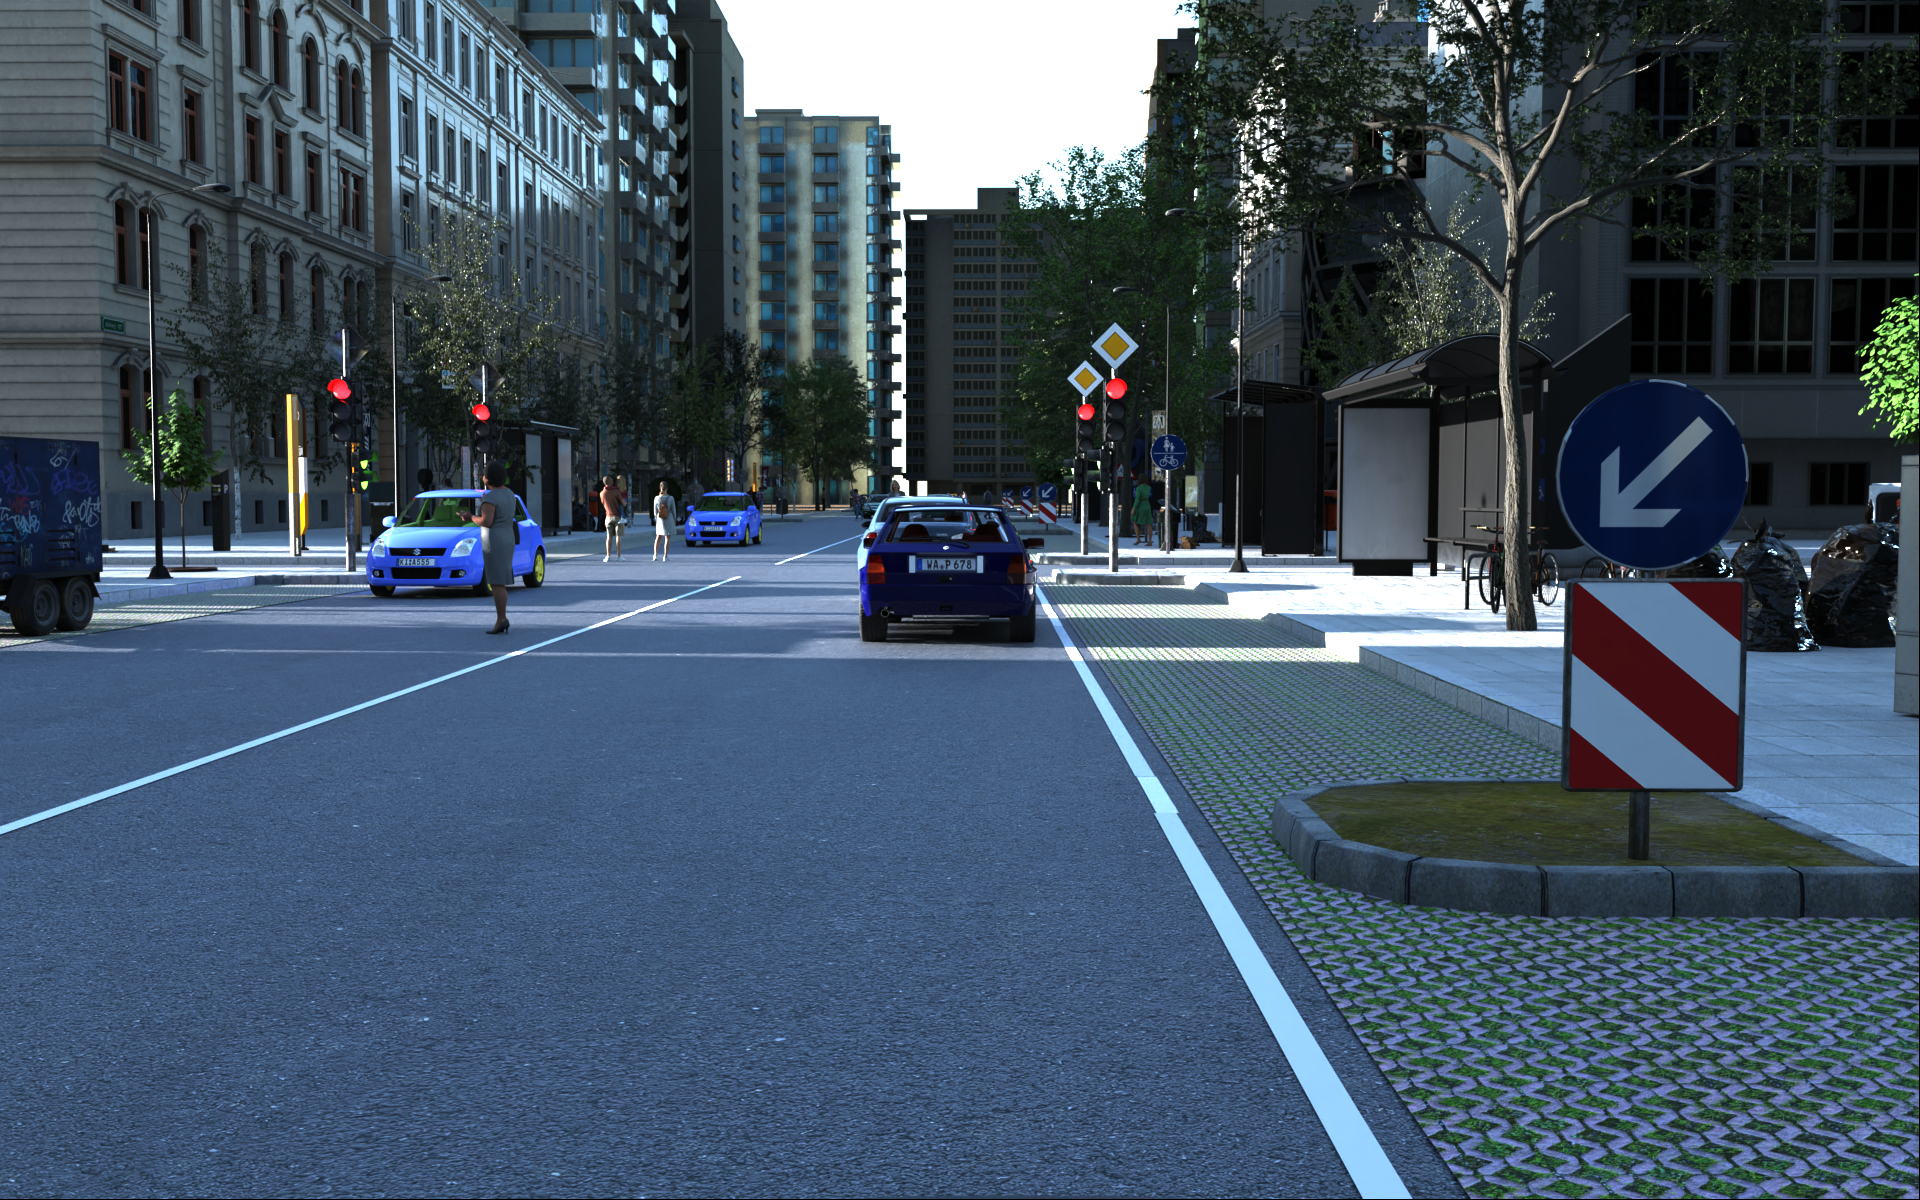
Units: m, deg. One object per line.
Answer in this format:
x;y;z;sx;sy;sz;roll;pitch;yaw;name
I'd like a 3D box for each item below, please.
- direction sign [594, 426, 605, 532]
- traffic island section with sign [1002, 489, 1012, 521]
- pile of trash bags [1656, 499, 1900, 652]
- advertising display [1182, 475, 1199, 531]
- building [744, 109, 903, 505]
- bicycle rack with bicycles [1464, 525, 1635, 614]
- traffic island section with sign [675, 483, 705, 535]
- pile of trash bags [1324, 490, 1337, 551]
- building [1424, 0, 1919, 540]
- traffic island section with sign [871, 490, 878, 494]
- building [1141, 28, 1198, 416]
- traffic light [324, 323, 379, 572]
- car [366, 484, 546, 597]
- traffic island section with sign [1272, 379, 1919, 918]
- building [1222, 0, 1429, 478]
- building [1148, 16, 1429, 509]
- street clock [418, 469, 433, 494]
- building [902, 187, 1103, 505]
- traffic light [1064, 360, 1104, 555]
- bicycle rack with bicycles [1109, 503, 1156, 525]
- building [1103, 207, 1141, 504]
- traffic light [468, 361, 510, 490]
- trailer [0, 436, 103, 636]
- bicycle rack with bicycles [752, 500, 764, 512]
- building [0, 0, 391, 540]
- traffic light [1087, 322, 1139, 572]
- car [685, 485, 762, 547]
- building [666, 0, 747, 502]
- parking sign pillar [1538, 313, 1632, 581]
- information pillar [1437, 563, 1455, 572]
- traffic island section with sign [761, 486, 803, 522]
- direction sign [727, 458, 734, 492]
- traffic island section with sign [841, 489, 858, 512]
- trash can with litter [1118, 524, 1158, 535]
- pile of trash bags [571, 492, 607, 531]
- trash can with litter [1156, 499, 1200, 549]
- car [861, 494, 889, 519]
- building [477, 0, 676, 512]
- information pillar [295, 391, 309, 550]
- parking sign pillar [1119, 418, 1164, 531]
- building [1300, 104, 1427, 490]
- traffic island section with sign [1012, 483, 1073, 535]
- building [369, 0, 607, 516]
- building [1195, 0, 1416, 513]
-12.089;-4.031;57.901;0.379;3.537;0.876;-1;4;-16;direction sign
3.276;-4.888;88.545;1.989;1.847;2.006;0;4;1;traffic island section with sign
7.185;-0.289;14.484;1.912;1.369;3.447;-1;4;-9;pile of trash bags
8.041;-3.378;60.442;0.123;1.923;0.974;3;4;36;advertising display
-22.448;-36.607;218.127;30.456;49.044;23.786;0;4;1;building
6.671;-0.356;19.206;2.925;0.926;2.852;-3;5;-44;bicycle rack with bicycles
-9.375;-3.218;61.238;1.989;1.847;2.006;0;4;1;traffic island section with sign
9.559;-1.748;38.337;3.447;1.369;1.912;2;4;32;pile of trash bags
31.066;-14.318;53.169;30.058;24.678;14.314;0;4;1;building
-8.113;-9.615;165.827;1.989;1.847;2.006;0;4;1;traffic island section with sign
25.209;-31.697;168.354;14.600;45.320;14.200;0;4;1;building
-10.049;-2.422;28.521;0.839;4.253;0.868;0;4;1;traffic light
-7.330;-0.963;25.338;1.945;1.707;3.694;0;4;2;car
2.296;0.114;6.768;1.989;1.847;2.006;0;4;1;traffic island section with sign
23.433;-19.283;101.181;13.634;28.700;20.117;0;4;1;building
28.228;-50.876;144.501;22.319;86.520;31.000;0;4;1;building
-15.191;-2.733;49.248;0.471;2.002;0.358;3;5;43;street clock
4.823;-32.431;222.134;23.993;40.220;32.217;0;4;1;building
2.607;-2.902;36.371;0.839;4.253;0.868;0;4;1;traffic light
6.715;-3.500;70.610;2.852;0.926;2.925;1;4;21;bicycle rack with bicycles
29.014;-32.364;221.033;23.993;40.220;32.217;0;4;1;building
-9.953;-2.910;36.505;0.839;4.253;0.868;0;4;1;traffic light
-9.906;-0.607;16.974;1.471;1.999;3.904;0;4;2;trailer
-12.757;-5.403;101.714;2.852;0.926;2.925;0;4;-1;bicycle rack with bicycles
-29.756;-16.578;58.435;14.401;28.519;23.554;0;4;1;building
2.511;-2.414;28.387;0.839;4.253;0.868;0;4;1;traffic light
-6.572;-2.364;48.249;1.945;1.707;3.694;0;4;2;car
-32.413;-33.126;165.312;21.600;48.544;21.300;0;4;1;building
9.341;-2.298;26.043;1.447;3.967;1.447;0;4;-7;parking sign pillar
8.044;-1.488;28.814;0.304;2.012;0.304;-3;5;-41;information pillar
-9.045;-4.873;88.301;1.989;1.847;2.006;0;4;1;traffic island section with sign
-14.626;-7.243;110.414;0.379;3.537;0.876;-2;4;-34;direction sign
-8.444;-7.943;138.499;1.989;1.847;2.006;0;4;1;traffic island section with sign
5.837;-2.696;55.130;1.678;1.210;2.233;1;4;12;trash can with litter
-12.923;-3.140;61.097;1.912;1.369;3.447;-1;4;-13;pile of trash bags
5.124;-1.788;40.622;1.055;1.170;0.624;2;4;31;trash can with litter
-4.718;-5.518;102.022;2.131;1.459;4.920;0;4;3;car
-33.247;-31.033;127.002;23.786;49.044;30.456;0;4;1;building
-14.977;-2.939;39.407;0.183;3.616;0.504;-3;4;-39;information pillar
6.350;-4.436;61.009;1.447;3.967;1.447;-1;4;-19;parking sign pillar
24.508;-13.135;82.213;16.820;18.784;16.811;0;4;1;building
2.945;-3.208;61.081;1.989;1.847;2.006;0;4;1;traffic island section with sign
-29.125;-19.229;100.300;13.634;28.700;20.117;0;4;1;building
23.528;-26.826;122.192;14.154;41.232;14.086;0;4;1;building
